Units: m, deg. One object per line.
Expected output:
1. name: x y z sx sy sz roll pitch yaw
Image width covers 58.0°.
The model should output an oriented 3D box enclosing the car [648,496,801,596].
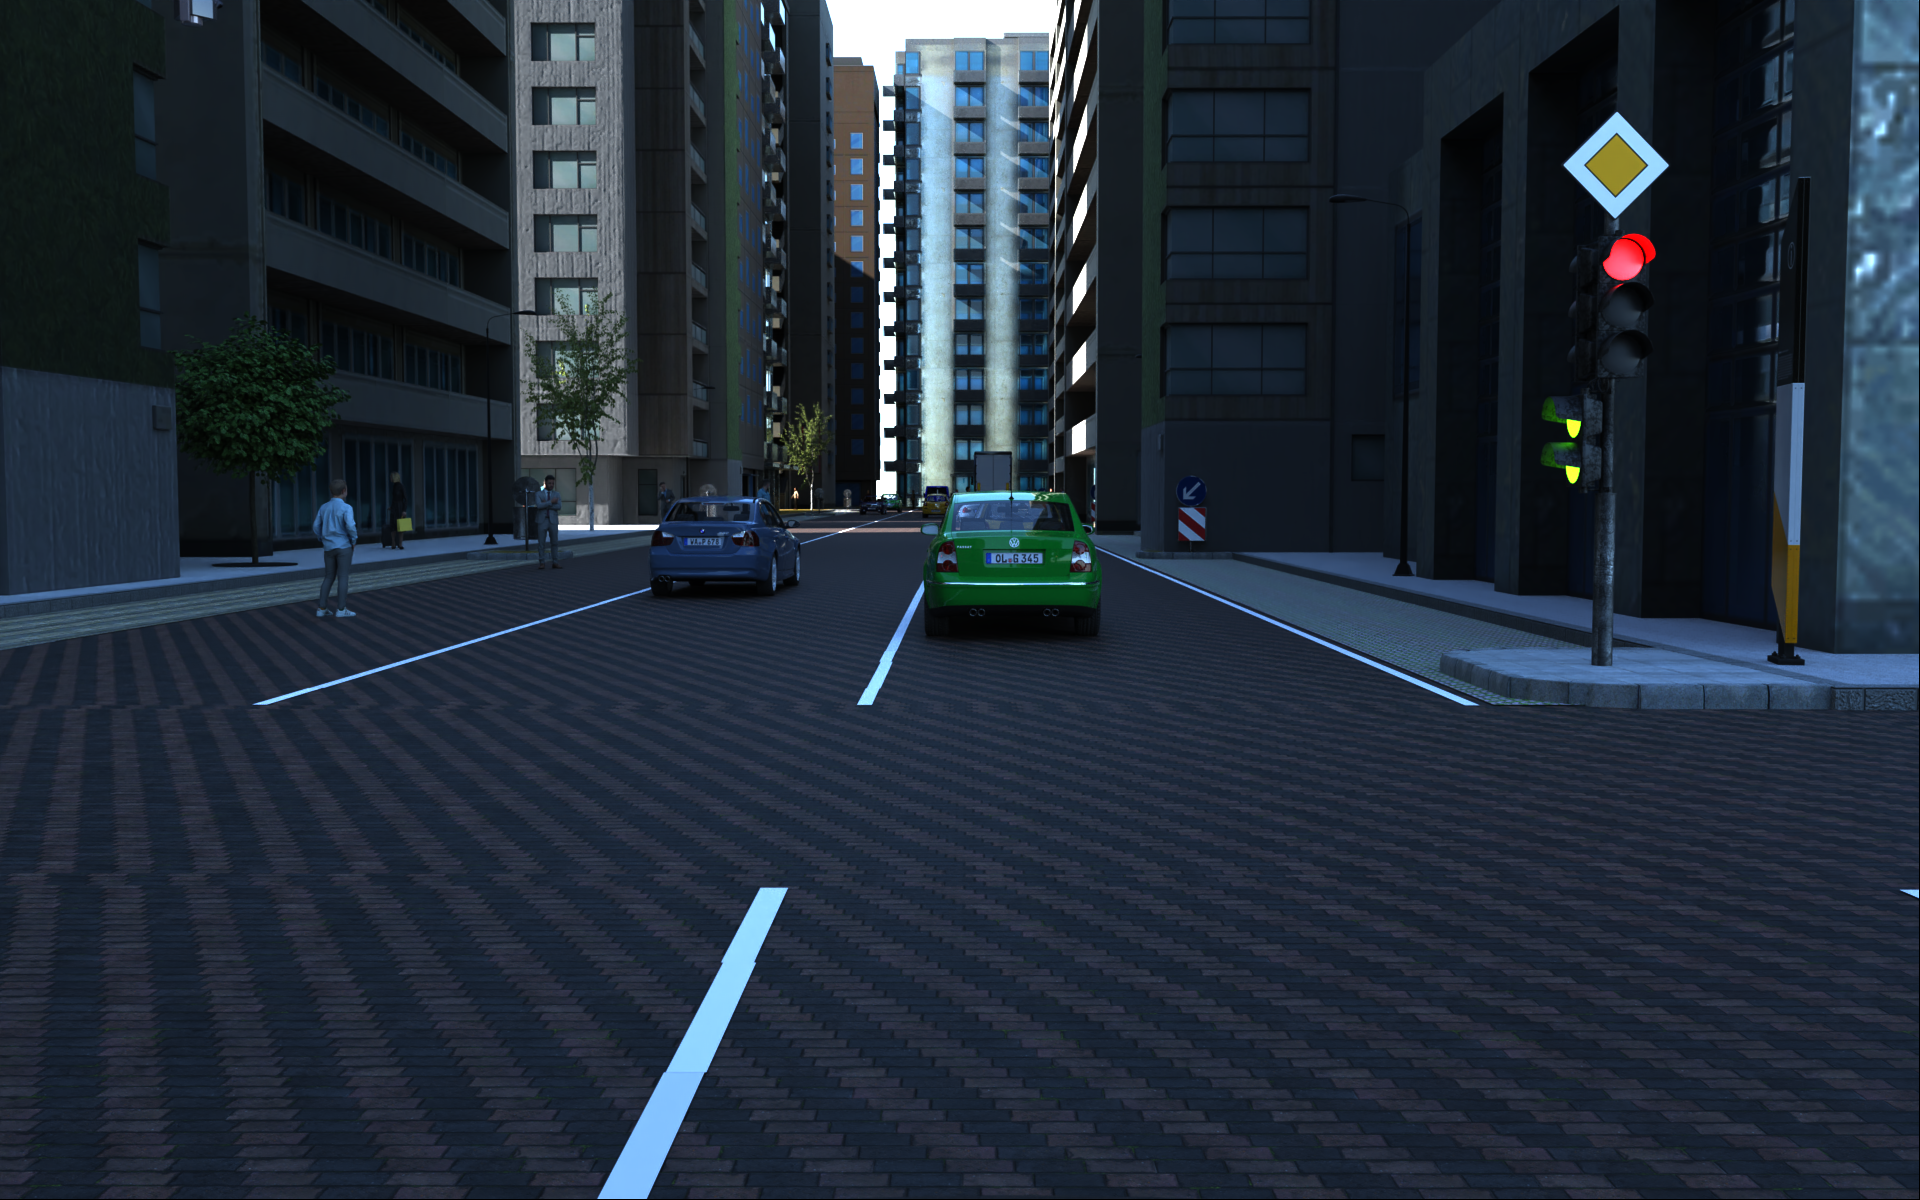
1. car: -3.435 -0.836 25.677 2.014 1.417 4.499 0 4 2

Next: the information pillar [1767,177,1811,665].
1. information pillar: 6.283 -1.331 13.111 0.183 3.616 0.504 1 4 12

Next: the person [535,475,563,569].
1. person: -7.872 -1.499 33.186 0.511 1.800 0.466 -3 4 -38

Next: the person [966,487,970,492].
1. person: 0.443 -4.977 89.884 0.705 1.823 1.348 0 4 4

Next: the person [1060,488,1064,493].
1. person: 7.248 -7.113 123.282 0.436 1.711 0.756 1 4 20

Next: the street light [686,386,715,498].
1. street light: -11.239 -6.252 74.768 1.470 5.913 1.316 0 4 0

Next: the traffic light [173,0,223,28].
1. traffic light: -7.977 -2.341 12.949 4.771 5.953 1.251 0 4 0

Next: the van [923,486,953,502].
1. van: -1.709 -7.799 131.895 2.240 2.365 5.245 0 4 0

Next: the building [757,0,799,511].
1. building: -23.717 -30.413 116.854 23.786 49.044 30.456 0 4 0

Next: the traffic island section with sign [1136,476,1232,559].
1. traffic island section with sign: 4.958 -1.836 38.649 1.989 1.847 2.006 0 4 0

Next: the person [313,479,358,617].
1. person: -7.262 -0.607 20.234 0.589 1.601 0.330 2 4 26

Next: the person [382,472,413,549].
1. person: -13.185 -2.097 40.544 0.699 1.804 1.509 -1 4 -18

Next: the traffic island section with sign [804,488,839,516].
1. traffic island section with sign: -9.294 -6.495 114.815 1.989 1.847 2.006 0 4 0

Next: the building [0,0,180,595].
1. building: -19.051 -15.120 18.907 14.160 30.474 14.107 0 4 0

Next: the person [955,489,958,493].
1. person: -0.193 -8.676 150.215 0.599 1.838 0.709 0 4 8

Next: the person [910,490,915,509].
1. person: -4.377 -9.323 161.021 0.705 1.812 1.348 -1 4 -16

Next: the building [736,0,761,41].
1. building: -18.572 -27.189 94.656 14.600 45.320 14.200 0 4 0

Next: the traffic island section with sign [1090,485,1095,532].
1. traffic island section with sign: 5.099 -3.485 65.603 1.989 1.847 2.006 0 4 0

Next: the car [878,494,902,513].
1. car: -5.448 -7.710 134.855 1.959 1.807 4.718 0 3 0

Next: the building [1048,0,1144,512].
1. building: 18.968 -32.353 152.668 21.300 48.544 21.600 0 4 0

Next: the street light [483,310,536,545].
1. street light: -11.402 -4.365 43.906 1.470 5.913 1.316 0 4 0

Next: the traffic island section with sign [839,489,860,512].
1. traffic island section with sign: -9.160 -8.143 141.770 1.989 1.847 2.006 0 4 0

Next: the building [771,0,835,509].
1. building: -22.404 -32.359 152.777 21.600 48.544 21.300 0 4 0

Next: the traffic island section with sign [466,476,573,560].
1. traffic island section with sign: -9.660 -1.814 38.288 1.989 1.847 2.006 0 4 0

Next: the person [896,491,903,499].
1. person: -5.786 -9.126 158.529 1.217 1.723 0.721 0 4 -8

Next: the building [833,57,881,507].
1. building: -15.550 -32.296 178.155 14.200 45.320 14.600 0 4 0

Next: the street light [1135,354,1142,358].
1. street light: 6.525 -5.212 57.750 1.470 5.913 1.316 0 4 0

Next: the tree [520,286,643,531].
1. tree: -13.160 -6.737 60.520 4.737 8.622 4.395 0 3 0

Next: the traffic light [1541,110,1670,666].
1. traffic light: 4.792 -1.465 12.868 0.839 4.253 0.868 0 4 0

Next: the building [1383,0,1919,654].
1. building: 22.570 -43.404 22.323 31.000 86.520 22.319 0 4 0

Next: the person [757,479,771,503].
1. person: -5.316 -2.352 46.824 0.748 1.841 0.638 3 5 39

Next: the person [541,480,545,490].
1. person: -15.961 -3.724 66.792 0.638 1.841 0.748 0 4 -3

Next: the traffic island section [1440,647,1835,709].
1. traffic island section: 4.832 0.569 12.982 2.009 0.180 2.903 0 4 0

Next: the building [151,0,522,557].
1. building: -24.901 -25.722 44.250 21.300 48.544 21.600 0 4 0

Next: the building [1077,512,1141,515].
1. building: 18.369 -31.008 130.688 21.300 48.544 21.600 0 4 0

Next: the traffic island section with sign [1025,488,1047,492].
1. traffic island section with sign: 5.338 -6.508 115.039 1.989 1.847 2.006 0 4 0

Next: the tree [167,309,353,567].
1. tree: -12.595 -2.893 31.018 4.285 4.588 4.351 0 3 0

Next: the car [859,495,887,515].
1. car: -6.089 -6.675 121.712 1.945 1.354 3.894 0 4 1

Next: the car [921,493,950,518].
1. car: -1.360 -5.789 104.875 2.015 1.641 3.980 0 4 2

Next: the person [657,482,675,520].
1. person: -10.209 -3.180 60.296 0.655 1.846 0.447 0 4 -2

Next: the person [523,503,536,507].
1. person: -15.704 -3.492 63.121 0.713 1.824 0.794 0 4 8

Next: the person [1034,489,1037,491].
1. person: 5.676 -7.523 131.510 0.705 1.822 1.348 0 4 7

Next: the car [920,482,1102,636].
1. car: 0.531 -0.615 18.851 1.959 1.807 4.718 0 4 0

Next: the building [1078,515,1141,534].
1. building: 15.458 -27.248 69.199 21.300 48.544 21.600 0 4 0

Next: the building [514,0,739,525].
1. building: -17.591 -23.995 75.919 14.154 41.232 14.086 0 4 0

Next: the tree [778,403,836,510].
1. tree: -12.004 -11.440 137.412 4.737 8.622 4.395 0 3 0

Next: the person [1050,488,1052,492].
1. person: 7.750 -8.519 145.862 0.617 1.759 0.750 -1 4 -23

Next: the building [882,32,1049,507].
1. building: 7.335 -34.439 182.680 30.456 49.044 23.786 0 4 0

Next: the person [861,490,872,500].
1. person: -7.767 -8.409 146.505 1.217 1.766 0.721 -1 4 -16

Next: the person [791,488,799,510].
1. person: -13.489 -8.319 142.075 0.705 1.823 1.348 -2 4 -29

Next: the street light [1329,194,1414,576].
1. street light: 6.421 -3.332 27.022 1.470 5.913 1.316 0 4 0

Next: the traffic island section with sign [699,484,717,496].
1. traffic island section with sign: -9.521 -3.473 65.415 1.989 1.847 2.006 0 4 0

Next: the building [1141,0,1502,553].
1. building: 11.537 -22.021 43.646 14.154 41.232 14.086 0 4 0

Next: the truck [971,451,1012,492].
1. truck: 2.185 -7.961 119.084 2.839 4.237 11.283 0 3 0
